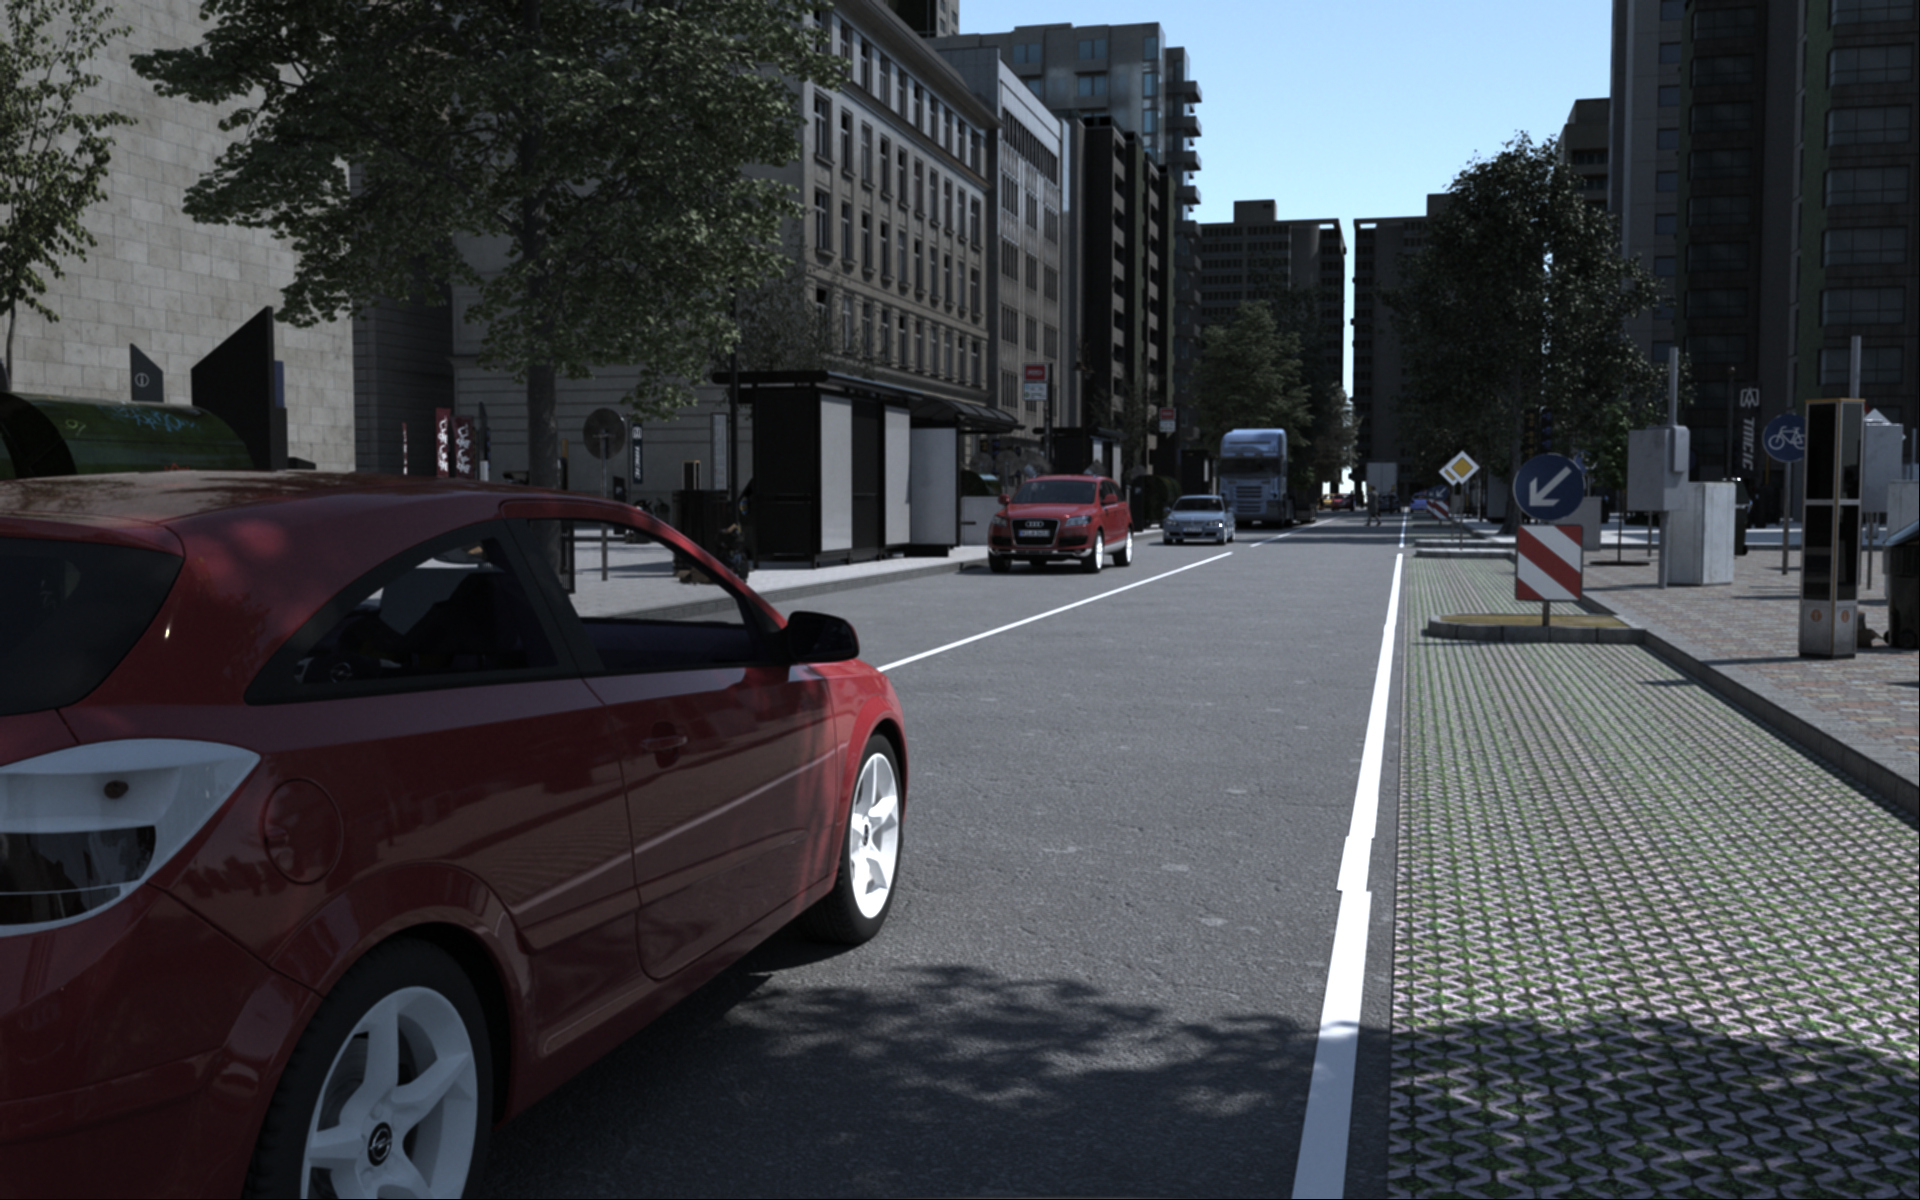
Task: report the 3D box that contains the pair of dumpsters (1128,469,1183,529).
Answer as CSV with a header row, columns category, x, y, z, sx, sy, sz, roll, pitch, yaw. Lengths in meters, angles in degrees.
category,x,y,z,sx,sy,sz,roll,pitch,yaw
pair of dumpsters,7.307,-3.812,64.825,1.574,2.255,4.437,1,4,15

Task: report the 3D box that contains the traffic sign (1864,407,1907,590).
category,x,y,z,sx,sy,sz,roll,pitch,yaw
traffic sign,12.186,-1.344,23.152,0.795,2.450,0.064,1,4,17

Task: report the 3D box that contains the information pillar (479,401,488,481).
category,x,y,z,sx,sy,sz,roll,pitch,yaw
information pillar,-11.955,-3.189,43.491,0.183,3.616,0.504,-2,4,-29

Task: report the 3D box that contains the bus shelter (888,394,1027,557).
category,x,y,z,sx,sy,sz,roll,pitch,yaw
bus shelter,-0.130,-2.684,37.815,2.014,3.302,5.546,1,4,15

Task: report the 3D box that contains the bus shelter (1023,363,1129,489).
category,x,y,z,sx,sy,sz,roll,pitch,yaw
bus shelter,3.652,-4.771,55.639,2.179,5.291,8.768,1,4,14

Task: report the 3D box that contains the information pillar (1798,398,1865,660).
category,x,y,z,sx,sy,sz,roll,pitch,yaw
information pillar,6.791,-0.551,13.503,0.304,2.012,0.304,-2,4,-28

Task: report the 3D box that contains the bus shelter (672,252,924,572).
category,x,y,z,sx,sy,sz,roll,pitch,yaw
bus shelter,-2.871,-3.257,30.880,2.179,5.291,8.768,1,4,14

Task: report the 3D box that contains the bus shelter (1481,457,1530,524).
category,x,y,z,sx,sy,sz,roll,pitch,yaw
bus shelter,23.087,-4.835,72.979,2.014,3.302,5.546,1,4,14

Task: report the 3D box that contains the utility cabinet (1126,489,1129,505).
category,x,y,z,sx,sy,sz,roll,pitch,yaw
utility cabinet,10.541,-6.109,108.554,0.318,1.500,1.173,2,4,34

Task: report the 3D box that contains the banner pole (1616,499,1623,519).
category,x,y,z,sx,sy,sz,roll,pitch,yaw
banner pole,34.729,-6.157,90.677,0.863,3.779,0.401,-3,5,-45

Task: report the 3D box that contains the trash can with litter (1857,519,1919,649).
category,x,y,z,sx,sy,sz,roll,pitch,yaw
trash can with litter,7.764,-0.187,14.438,1.055,1.170,0.624,1,4,12

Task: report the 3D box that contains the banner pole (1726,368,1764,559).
category,x,y,z,sx,sy,sz,roll,pitch,yaw
banner pole,15.400,-2.701,34.184,0.401,3.779,0.863,-3,4,-37

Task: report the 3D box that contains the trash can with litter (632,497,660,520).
category,x,y,z,sx,sy,sz,roll,pitch,yaw
trash can with litter,-8.379,-2.041,44.756,0.624,1.170,1.055,-3,5,-41

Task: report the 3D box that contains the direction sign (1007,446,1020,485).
category,x,y,z,sx,sy,sz,roll,pitch,yaw
direction sign,2.562,-5.533,82.465,0.379,3.537,0.876,-3,5,-42

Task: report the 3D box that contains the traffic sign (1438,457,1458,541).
category,x,y,z,sx,sy,sz,roll,pitch,yaw
traffic sign,13.439,-2.666,47.232,0.795,2.450,0.064,1,4,14

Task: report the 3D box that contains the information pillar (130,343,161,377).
category,x,y,z,sx,sy,sz,roll,pitch,yaw
information pillar,-12.724,-2.189,27.150,0.183,3.616,0.504,3,5,39

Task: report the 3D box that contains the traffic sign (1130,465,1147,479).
category,x,y,z,sx,sy,sz,roll,pitch,yaw
traffic sign,7.828,-4.641,75.981,0.768,2.556,0.104,1,4,16

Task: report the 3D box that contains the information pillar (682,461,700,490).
category,x,y,z,sx,sy,sz,roll,pitch,yaw
information pillar,-5.948,-2.072,38.371,0.304,2.012,0.304,1,4,12

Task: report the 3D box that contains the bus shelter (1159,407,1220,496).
category,x,y,z,sx,sy,sz,roll,pitch,yaw
bus shelter,10.971,-6.437,82.876,2.179,5.291,8.768,1,4,14

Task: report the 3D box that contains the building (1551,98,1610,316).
category,x,y,z,sx,sy,sz,roll,pitch,yaw
building,84.361,-36.089,213.752,21.600,48.544,21.300,1,4,14

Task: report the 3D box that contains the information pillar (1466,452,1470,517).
category,x,y,z,sx,sy,sz,roll,pitch,yaw
information pillar,27.954,-6.359,95.324,0.183,3.616,0.504,1,4,23

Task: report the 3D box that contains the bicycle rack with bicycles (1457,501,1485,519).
category,x,y,z,sx,sy,sz,roll,pitch,yaw
bicycle rack with bicycles,27.278,-4.694,90.132,2.925,0.926,2.852,0,4,-1

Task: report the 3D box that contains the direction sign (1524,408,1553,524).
category,x,y,z,sx,sy,sz,roll,pitch,yaw
direction sign,15.341,-3.304,46.024,0.379,3.537,0.876,-2,4,-34

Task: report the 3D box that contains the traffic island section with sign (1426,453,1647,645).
category,x,y,z,sx,sy,sz,roll,pitch,yaw
traffic island section with sign,5.773,-0.543,17.500,1.989,1.847,2.006,1,4,14

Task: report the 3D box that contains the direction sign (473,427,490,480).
category,x,y,z,sx,sy,sz,roll,pitch,yaw
direction sign,-16.291,-4.075,58.624,0.876,3.537,0.379,-3,5,-44

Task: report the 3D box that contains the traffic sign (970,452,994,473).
category,x,y,z,sx,sy,sz,roll,pitch,yaw
traffic sign,0.641,-3.222,52.779,0.768,2.556,0.104,1,4,15

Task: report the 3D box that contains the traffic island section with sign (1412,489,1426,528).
category,x,y,z,sx,sy,sz,roll,pitch,yaw
traffic island section with sign,19.959,-3.898,72.354,1.989,1.847,2.006,1,4,14

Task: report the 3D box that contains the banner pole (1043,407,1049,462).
category,x,y,z,sx,sy,sz,roll,pitch,yaw
banner pole,2.495,-3.663,49.910,0.401,3.779,0.863,0,4,-7

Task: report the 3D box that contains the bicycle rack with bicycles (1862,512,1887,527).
category,x,y,z,sx,sy,sz,roll,pitch,yaw
bicycle rack with bicycles,34.776,-3.321,67.687,2.925,0.926,2.852,-2,4,-27

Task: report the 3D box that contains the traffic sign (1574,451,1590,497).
category,x,y,z,sx,sy,sz,roll,pitch,yaw
traffic sign,17.039,-2.865,46.954,0.768,2.556,0.104,1,4,22

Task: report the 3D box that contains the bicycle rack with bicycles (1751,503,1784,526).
category,x,y,z,sx,sy,sz,roll,pitch,yaw
bicycle rack with bicycles,32.167,-3.495,70.517,2.925,0.926,2.852,0,4,-5

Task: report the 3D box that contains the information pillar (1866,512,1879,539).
category,x,y,z,sx,sy,sz,roll,pitch,yaw
information pillar,26.151,-2.759,49.594,0.304,2.012,0.304,2,4,35

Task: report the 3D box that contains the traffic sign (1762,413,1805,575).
category,x,y,z,sx,sy,sz,roll,pitch,yaw
traffic sign,13.117,-1.673,27.461,0.768,2.556,0.104,1,4,20

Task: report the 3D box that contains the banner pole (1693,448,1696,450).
category,x,y,z,sx,sy,sz,roll,pitch,yaw
banner pole,34.787,-5.657,82.513,0.401,3.779,0.863,-1,4,-13

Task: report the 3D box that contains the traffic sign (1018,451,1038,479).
category,x,y,z,sx,sy,sz,roll,pitch,yaw
traffic sign,2.034,-3.104,50.850,0.768,2.556,0.104,1,4,19

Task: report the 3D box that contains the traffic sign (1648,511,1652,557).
category,x,y,z,sx,sy,sz,roll,pitch,yaw
traffic sign,14.085,-2.160,35.313,0.884,2.594,0.081,1,4,22

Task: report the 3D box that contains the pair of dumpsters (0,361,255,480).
category,x,y,z,sx,sy,sz,roll,pitch,yaw
pair of dumpsters,-6.689,-0.551,11.510,1.574,2.255,4.437,1,4,14

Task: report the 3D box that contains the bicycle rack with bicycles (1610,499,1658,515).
category,x,y,z,sx,sy,sz,roll,pitch,yaw
bicycle rack with bicycles,44.222,-6.185,114.508,2.852,0.926,2.925,0,4,0

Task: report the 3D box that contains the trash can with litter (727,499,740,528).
category,x,y,z,sx,sy,sz,roll,pitch,yaw
trash can with litter,-7.357,-2.702,55.559,0.624,1.170,1.055,3,5,41

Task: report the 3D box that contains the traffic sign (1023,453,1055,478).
category,x,y,z,sx,sy,sz,roll,pitch,yaw
traffic sign,1.912,-2.345,41.978,0.795,2.450,0.064,1,4,14

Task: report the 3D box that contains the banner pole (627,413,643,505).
category,x,y,z,sx,sy,sz,roll,pitch,yaw
banner pole,-10.071,-3.887,53.566,0.401,3.779,0.863,2,4,29

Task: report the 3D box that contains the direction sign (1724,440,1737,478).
category,x,y,z,sx,sy,sz,roll,pitch,yaw
direction sign,32.216,-4.915,72.355,0.876,3.537,0.379,-2,4,-28

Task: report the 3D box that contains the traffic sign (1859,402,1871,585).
category,x,y,z,sx,sy,sz,roll,pitch,yaw
traffic sign,12.649,-1.487,24.318,0.884,2.594,0.081,1,4,23

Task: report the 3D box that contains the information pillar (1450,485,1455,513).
category,x,y,z,sx,sy,sz,roll,pitch,yaw
information pillar,33.020,-6.824,116.058,0.304,2.012,0.304,1,4,20

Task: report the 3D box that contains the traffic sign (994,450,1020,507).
category,x,y,z,sx,sy,sz,roll,pitch,yaw
traffic sign,1.346,-3.059,50.125,0.768,2.556,0.104,1,4,20

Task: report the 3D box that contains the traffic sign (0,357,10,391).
category,x,y,z,sx,sy,sz,roll,pitch,yaw
traffic sign,-8.245,-0.879,14.478,0.768,2.556,0.104,1,4,20

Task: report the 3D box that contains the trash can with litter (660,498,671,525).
category,x,y,z,sx,sy,sz,roll,pitch,yaw
trash can with litter,-10.206,-3.025,60.848,1.055,1.170,0.624,0,4,2

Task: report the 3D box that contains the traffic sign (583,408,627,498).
category,x,y,z,sx,sy,sz,roll,pitch,yaw
traffic sign,-5.264,-1.558,25.586,0.768,2.556,0.104,2,4,24

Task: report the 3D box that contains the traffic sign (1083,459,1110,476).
category,x,y,z,sx,sy,sz,roll,pitch,yaw
traffic sign,3.913,-2.818,49.709,0.795,2.450,0.064,1,4,14

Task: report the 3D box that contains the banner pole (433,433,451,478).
category,x,y,z,sx,sy,sz,roll,pitch,yaw
banner pole,-21.144,-4.931,70.633,0.863,3.779,0.401,0,4,-7

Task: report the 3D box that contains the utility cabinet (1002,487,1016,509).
category,x,y,z,sx,sy,sz,roll,pitch,yaw
utility cabinet,1.291,-2.998,57.702,1.173,1.500,0.318,-2,4,-31

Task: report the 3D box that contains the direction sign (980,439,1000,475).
category,x,y,z,sx,sy,sz,roll,pitch,yaw
direction sign,1.225,-4.852,71.323,0.876,3.537,0.379,1,4,21

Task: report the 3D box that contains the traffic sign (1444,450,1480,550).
category,x,y,z,sx,sy,sz,roll,pitch,yaw
traffic sign,11.438,-2.193,39.501,0.795,2.450,0.064,1,4,14
